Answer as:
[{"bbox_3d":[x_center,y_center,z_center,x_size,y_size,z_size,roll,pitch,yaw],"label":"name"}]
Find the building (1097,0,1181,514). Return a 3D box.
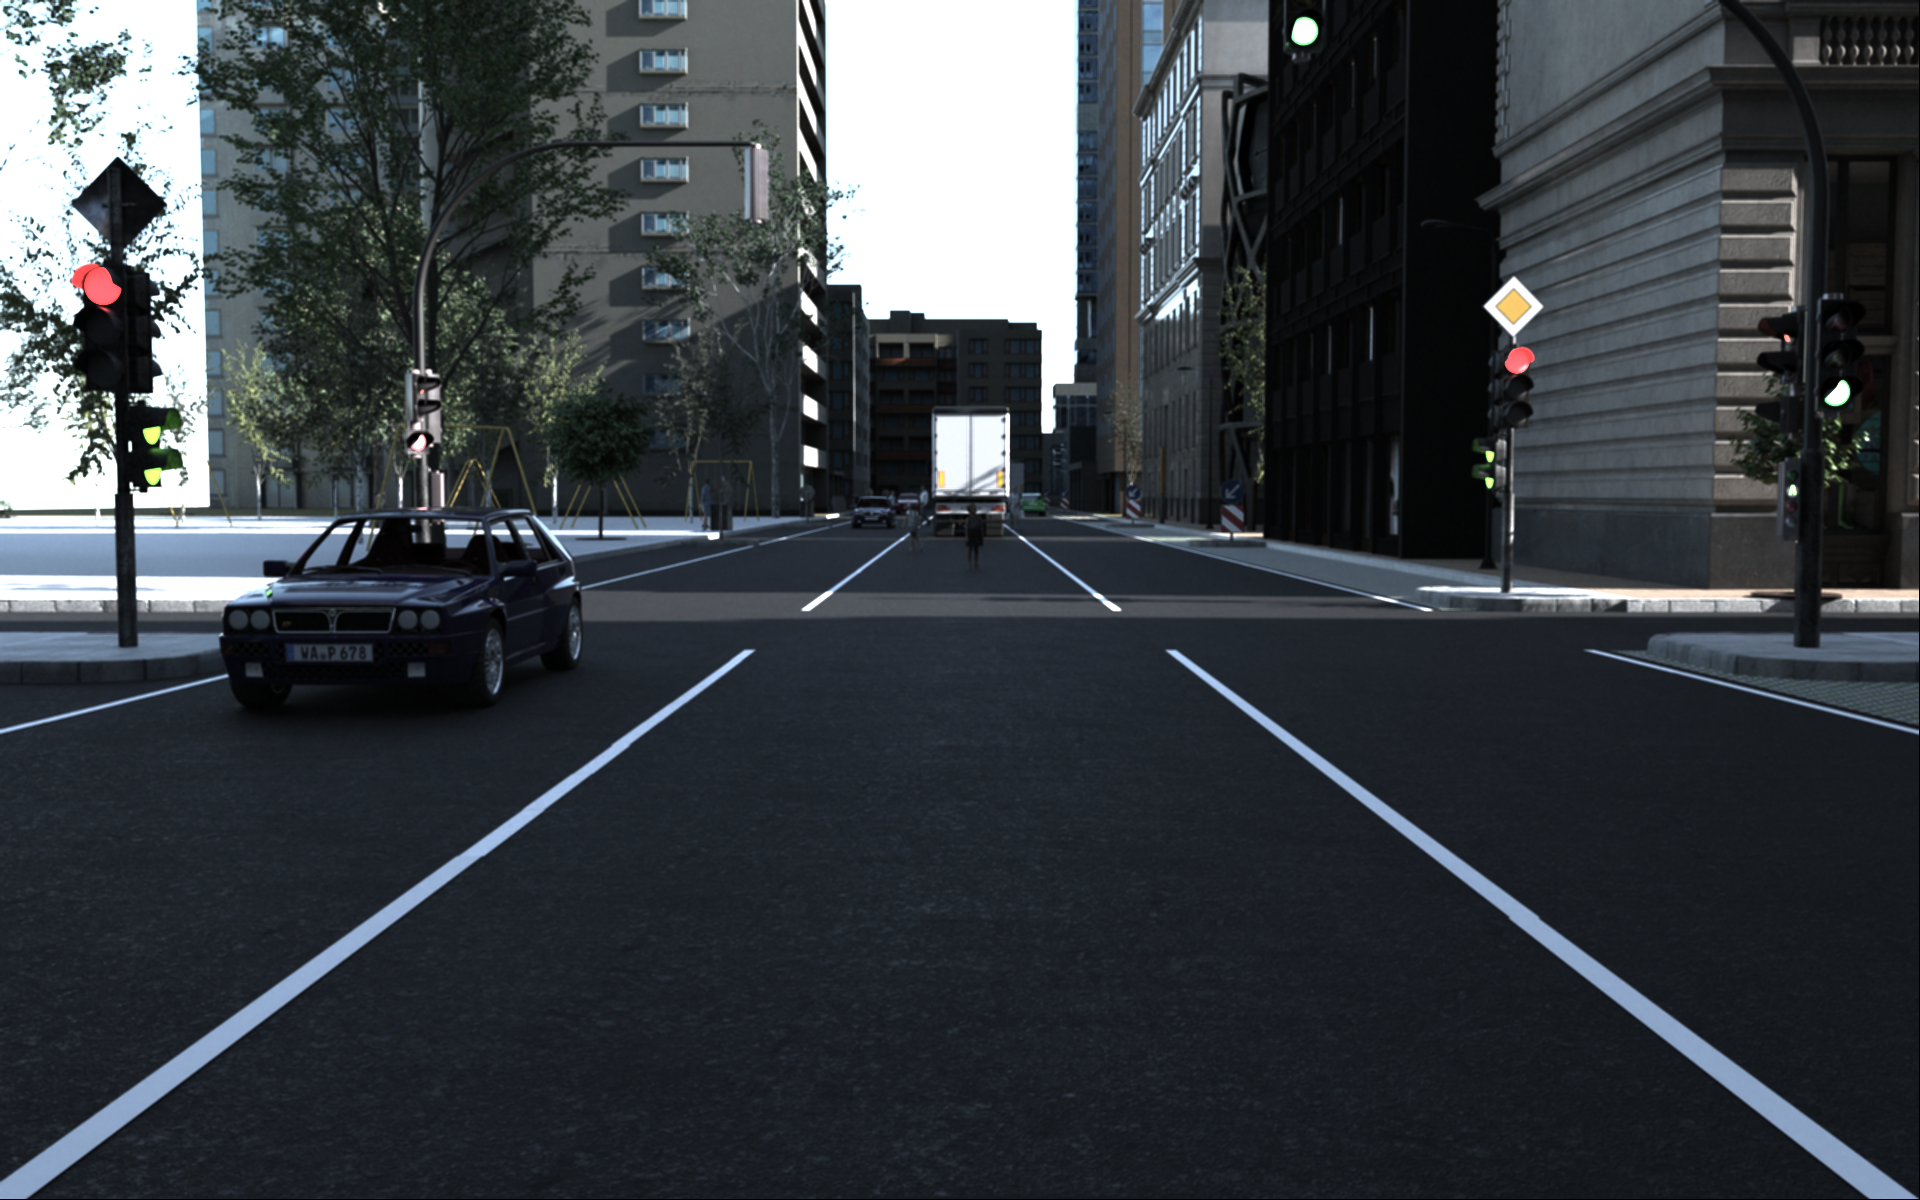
[{"bbox_3d":[16.595,-28.384,114.192,14.600,45.320,14.200,0,3,0],"label":"building"}]

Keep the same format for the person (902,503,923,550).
[{"bbox_3d":[-1.208,-1.862,43.951,0.505,1.210,0.382,-2,4,-26],"label":"person"}]

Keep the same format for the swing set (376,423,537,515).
[{"bbox_3d":[-11.512,-2.546,39.252,2.862,2.851,3.119,3,4,37],"label":"swing set"}]

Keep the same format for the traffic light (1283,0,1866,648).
[{"bbox_3d":[4.987,-2.424,14.304,4.771,5.953,1.251,0,3,0],"label":"traffic light"}]

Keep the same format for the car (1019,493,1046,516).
[{"bbox_3d":[4.570,-6.318,112.091,1.959,1.807,4.718,0,4,-1],"label":"car"}]

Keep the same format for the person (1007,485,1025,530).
[{"bbox_3d":[2.214,-3.678,68.987,0.694,1.780,0.624,0,4,-3],"label":"person"}]

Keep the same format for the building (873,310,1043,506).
[{"bbox_3d":[-5.771,-21.441,195.592,28.899,21.520,27.650,0,3,0],"label":"building"}]

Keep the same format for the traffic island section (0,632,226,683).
[{"bbox_3d":[-7.022,0.470,14.589,2.009,0.180,2.903,0,3,0],"label":"traffic island section"}]

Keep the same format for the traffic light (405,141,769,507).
[{"bbox_3d":[-4.874,-2.924,22.470,4.771,5.953,1.251,0,3,0],"label":"traffic light"}]

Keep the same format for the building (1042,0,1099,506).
[{"bbox_3d":[24.171,-53.672,190.214,31.000,86.520,22.319,0,3,0],"label":"building"}]

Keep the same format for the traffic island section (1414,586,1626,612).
[{"bbox_3d":[7.136,-0.016,22.540,2.009,0.180,2.903,0,3,0],"label":"traffic island section"}]

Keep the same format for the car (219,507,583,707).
[{"bbox_3d":[-3.997,-0.019,12.886,1.945,1.354,3.894,0,3,0],"label":"car"}]

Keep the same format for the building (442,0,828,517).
[{"bbox_3d":[-19.762,-29.605,107.751,21.300,48.544,21.600,0,3,0],"label":"building"}]

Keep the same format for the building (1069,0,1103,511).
[{"bbox_3d":[19.238,-42.367,130.956,20.563,71.187,20.611,0,3,0],"label":"building"}]

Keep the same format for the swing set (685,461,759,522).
[{"bbox_3d":[-11.121,-5.154,81.891,3.119,2.851,2.862,0,4,7],"label":"swing set"}]

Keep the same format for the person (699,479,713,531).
[{"bbox_3d":[-8.786,-3.316,60.290,0.581,1.822,0.654,-2,4,-33],"label":"person"}]

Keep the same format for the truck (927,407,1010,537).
[{"bbox_3d":[0.243,-4.416,61.109,2.839,4.237,11.283,0,4,-1],"label":"truck"}]

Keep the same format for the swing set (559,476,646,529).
[{"bbox_3d":[-13.267,-4.081,64.351,2.862,2.851,3.119,0,4,-4],"label":"swing set"}]

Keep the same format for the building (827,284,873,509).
[{"bbox_3d":[-23.534,-19.298,160.563,28.899,21.520,27.650,0,3,0],"label":"building"}]

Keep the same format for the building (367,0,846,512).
[{"bbox_3d":[-25.259,-26.843,130.770,32.217,40.220,23.993,0,3,0],"label":"building"}]

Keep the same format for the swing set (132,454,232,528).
[{"bbox_3d":[-30.899,-4.308,68.058,3.119,2.851,2.862,1,4,22],"label":"swing set"}]

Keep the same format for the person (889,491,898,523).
[{"bbox_3d":[-3.366,-4.644,86.240,0.330,1.601,0.589,3,5,42],"label":"person"}]

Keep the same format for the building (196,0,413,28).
[{"bbox_3d":[-53.209,-33.109,160.940,30.456,49.044,23.786,0,3,0],"label":"building"}]

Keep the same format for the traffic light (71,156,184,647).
[{"bbox_3d":[-6.982,-1.562,14.454,0.839,4.253,0.868,0,3,0],"label":"traffic light"}]

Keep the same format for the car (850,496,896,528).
[{"bbox_3d":[-3.645,-3.716,73.338,1.945,1.354,3.894,0,4,0],"label":"car"}]

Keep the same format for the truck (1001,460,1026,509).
[{"bbox_3d":[4.158,-9.669,146.998,2.839,4.237,11.283,0,4,0],"label":"truck"}]

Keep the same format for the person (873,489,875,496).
[{"bbox_3d":[-8.552,-9.925,169.040,0.721,1.735,1.217,0,4,7],"label":"person"}]

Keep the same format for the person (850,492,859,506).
[{"bbox_3d":[-8.845,-8.324,145.367,0.697,1.427,0.421,0,4,-6],"label":"person"}]

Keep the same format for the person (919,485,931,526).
[{"bbox_3d":[-1.617,-4.174,76.844,0.850,1.850,0.679,-3,4,-36],"label":"person"}]

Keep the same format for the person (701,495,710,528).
[{"bbox_3d":[-9.601,-3.368,65.393,0.394,1.301,0.425,-2,4,-25],"label":"person"}]

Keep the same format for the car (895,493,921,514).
[{"bbox_3d":[-3.664,-7.008,123.613,2.155,1.783,4.494,0,4,2],"label":"car"}]

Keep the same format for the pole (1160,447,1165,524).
[{"bbox_3d":[8.757,-4.963,74.985,0.158,3.312,0.155,0,3,0],"label":"pole"}]

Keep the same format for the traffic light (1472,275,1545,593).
[{"bbox_3d":[7.096,-2.049,22.426,0.839,4.253,0.868,0,3,0],"label":"traffic light"}]

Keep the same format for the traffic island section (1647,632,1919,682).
[{"bbox_3d":[7.119,0.473,14.555,2.009,0.180,2.903,0,3,0],"label":"traffic island section"}]

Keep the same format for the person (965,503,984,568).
[{"bbox_3d":[0.282,-1.244,33.513,0.362,1.253,0.373,-1,4,-8],"label":"person"}]
